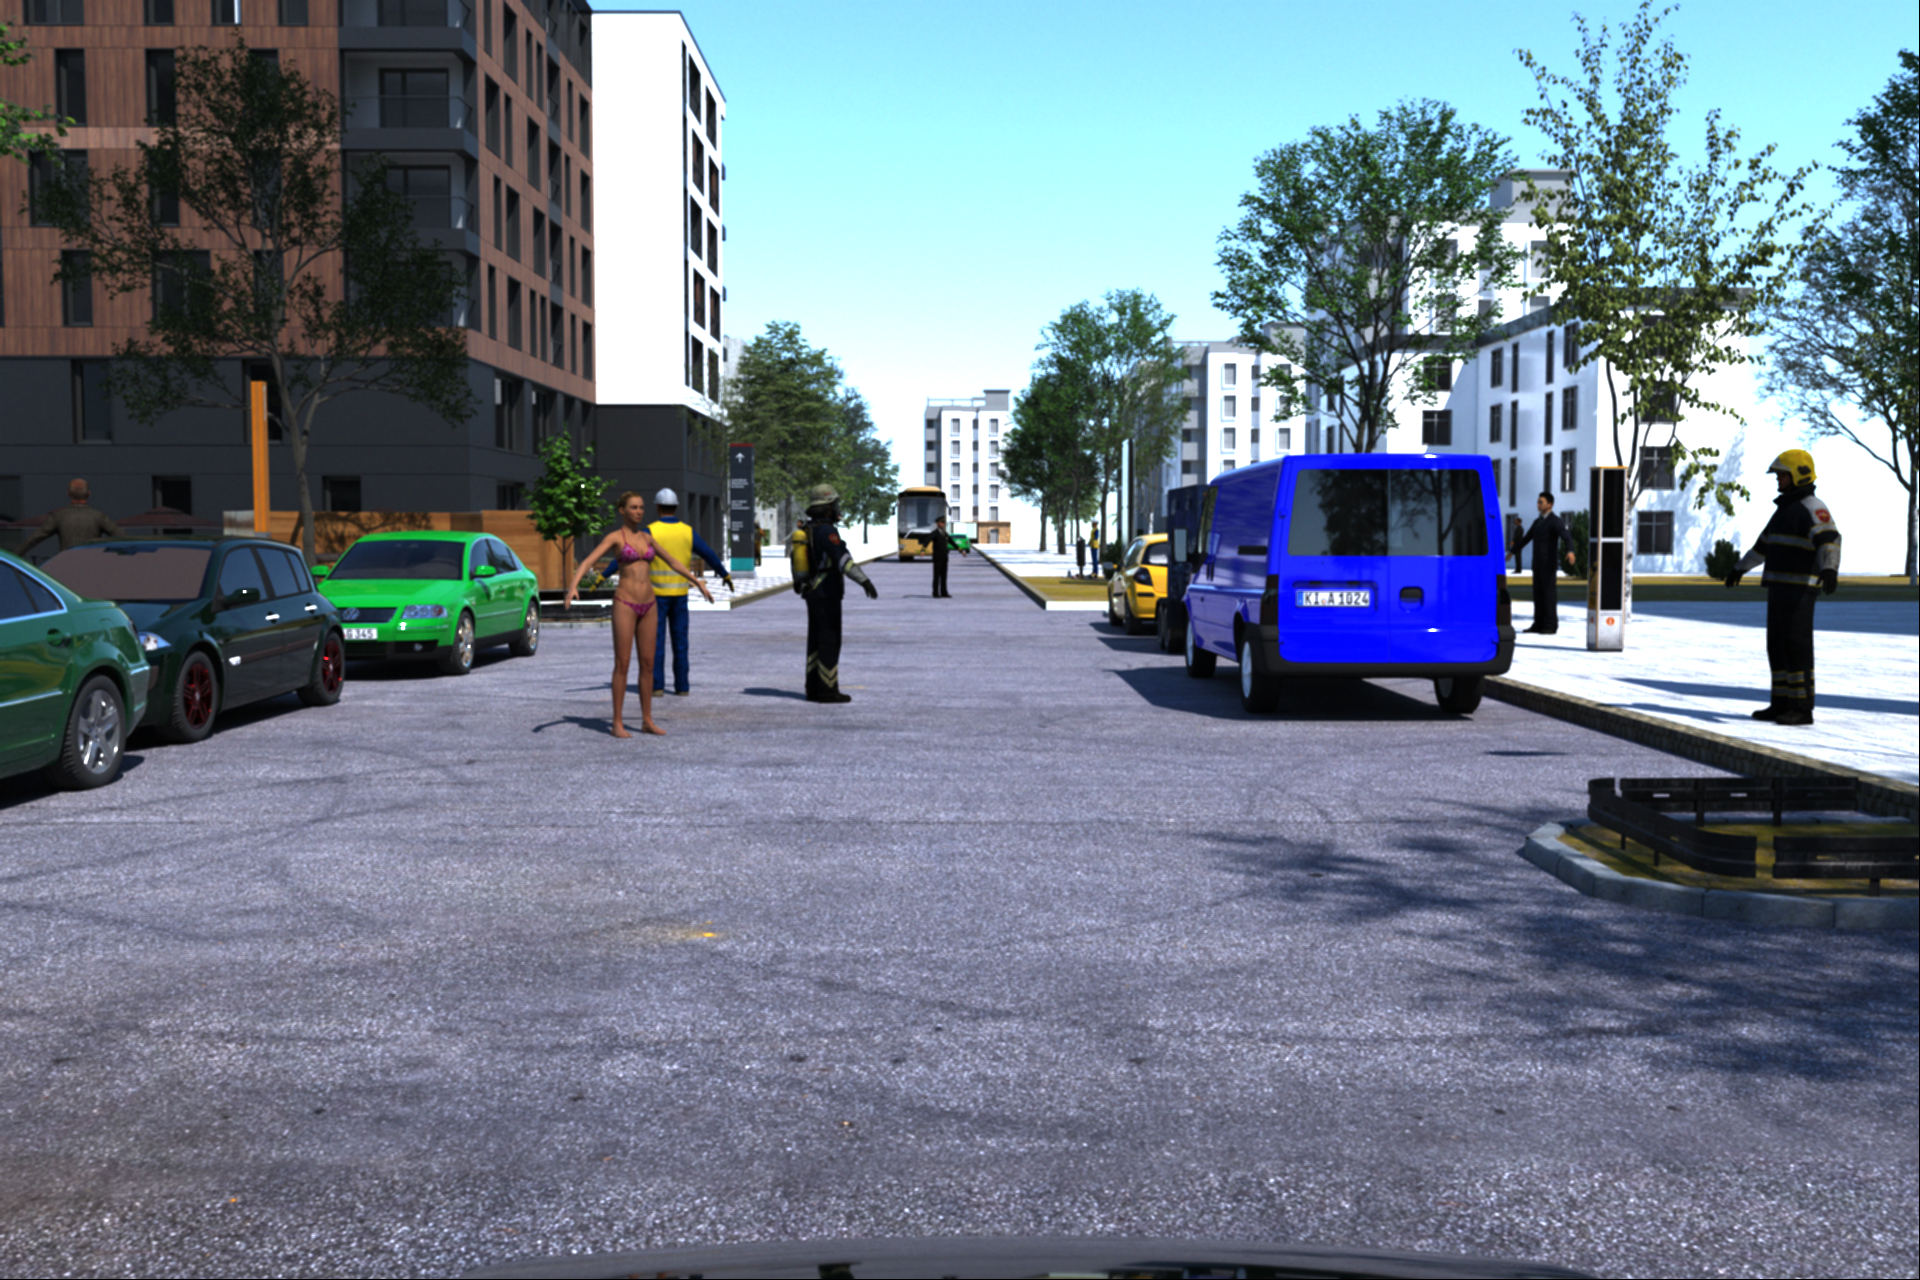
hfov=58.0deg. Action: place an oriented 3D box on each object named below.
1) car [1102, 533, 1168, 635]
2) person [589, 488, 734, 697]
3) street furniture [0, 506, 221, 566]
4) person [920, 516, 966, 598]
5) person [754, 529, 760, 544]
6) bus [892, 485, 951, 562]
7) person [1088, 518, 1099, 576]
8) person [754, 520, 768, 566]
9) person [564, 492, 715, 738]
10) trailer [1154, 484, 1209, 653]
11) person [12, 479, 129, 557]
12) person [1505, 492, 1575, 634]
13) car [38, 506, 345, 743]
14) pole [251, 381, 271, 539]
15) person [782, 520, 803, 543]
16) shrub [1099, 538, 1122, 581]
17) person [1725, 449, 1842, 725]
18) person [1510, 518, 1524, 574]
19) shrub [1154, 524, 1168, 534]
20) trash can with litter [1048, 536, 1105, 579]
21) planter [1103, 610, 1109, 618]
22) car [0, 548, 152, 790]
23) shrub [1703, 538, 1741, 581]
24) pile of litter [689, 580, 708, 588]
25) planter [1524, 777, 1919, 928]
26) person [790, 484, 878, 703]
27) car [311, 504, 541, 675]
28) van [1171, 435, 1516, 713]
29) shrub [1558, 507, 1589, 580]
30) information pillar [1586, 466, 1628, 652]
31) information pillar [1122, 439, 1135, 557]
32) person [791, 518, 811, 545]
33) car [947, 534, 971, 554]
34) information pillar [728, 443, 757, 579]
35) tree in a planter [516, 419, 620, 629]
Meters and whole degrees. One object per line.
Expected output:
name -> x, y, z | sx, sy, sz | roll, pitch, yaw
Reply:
car -> 3.186, -0.959, 25.903 | 2.015, 1.641, 3.980 | 0, 4, 0
person -> -2.607, -0.424, 15.364 | 1.349, 1.833, 0.705 | -2, 4, -30
street furniture -> -32.312, -2.052, 38.575 | 27.439, 1.986, 14.083 | 0, 4, 2
person -> -0.420, -1.867, 38.911 | 1.347, 1.837, 0.705 | -3, 5, -42
person -> -7.776, -3.548, 64.132 | 0.705, 1.813, 1.348 | 2, 4, 29
bus -> -1.942, -6.098, 91.241 | 2.896, 3.916, 12.252 | 0, 4, -1
person -> 4.066, -2.864, 53.290 | 0.721, 1.772, 1.216 | 0, 4, -3
person -> -8.126, -3.870, 69.038 | 1.354, 1.858, 0.705 | 2, 4, 35
person -> -2.271, -0.184, 12.267 | 1.217, 1.733, 0.721 | -3, 5, -43
trailer -> 3.187, -0.906, 21.870 | 1.471, 1.999, 3.904 | 0, 4, 0
person -> -8.432, -0.639, 16.624 | 1.348, 1.807, 0.705 | -2, 4, -23
person -> 7.510, -0.995, 22.311 | 0.704, 1.823, 1.345 | -1, 4, -19
car -> -6.081, -0.202, 13.094 | 2.009, 1.686, 4.222 | 0, 4, 0
pole -> -9.369, -1.798, 23.239 | 0.158, 3.312, 0.155 | 0, 3, 0
person -> -5.911, -3.527, 63.861 | 1.347, 1.806, 0.705 | 1, 4, 12
shrub -> 4.234, -2.160, 46.429 | 1.383, 1.207, 1.383 | 0, 3, 0
person -> 5.620, -0.366, 11.754 | 0.704, 1.858, 1.351 | 0, 4, -2
person -> 18.125, -3.064, 56.318 | 0.704, 1.802, 1.346 | 2, 4, 28
shrub -> 6.462, -2.798, 49.781 | 1.661, 2.075, 1.752 | 0, 3, 0
trash can with litter -> 3.420, -2.383, 50.012 | 1.678, 1.210, 2.233 | 0, 4, 0
planter -> 3.506, -0.551, 30.145 | 1.991, 0.319, 1.994 | 0, 4, 1
car -> -5.748, 0.208, 8.405 | 2.131, 1.459, 4.920 | 0, 4, 0
shrub -> 21.027, -2.241, 47.760 | 1.383, 1.207, 1.383 | 0, 3, 0
pile of litter -> -6.718, -1.722, 42.112 | 1.176, 0.858, 1.719 | 0, 4, -1
planter -> 3.494, 0.847, 7.286 | 1.991, 0.319, 1.994 | 0, 4, 1
person -> -1.138, -0.401, 14.788 | 0.705, 1.856, 1.354 | -2, 4, -33
car -> -5.887, -0.622, 18.958 | 1.959, 1.807, 4.718 | 0, 4, 0
van -> 3.214, -0.682, 15.537 | 2.240, 2.365, 5.245 | 0, 4, -1
shrub -> 17.461, -2.688, 48.376 | 1.690, 2.028, 1.600 | 0, 3, 0
information pillar -> 7.051, -0.880, 18.883 | 0.304, 2.012, 0.304 | 0, 4, -1
information pillar -> 4.215, -3.188, 43.437 | 0.184, 3.620, 1.656 | 0, 4, 1
person -> -5.236, -3.316, 60.077 | 1.347, 1.847, 0.705 | -3, 4, -36
car -> -0.177, -7.327, 128.588 | 1.959, 1.807, 4.718 | 0, 4, -1
information pillar -> -6.257, -3.693, 49.764 | 0.750, 3.857, 0.750 | 0, 4, 0
tree in a planter -> -6.217, -1.830, 27.139 | 1.991, 3.239, 1.994 | 0, 3, 0
